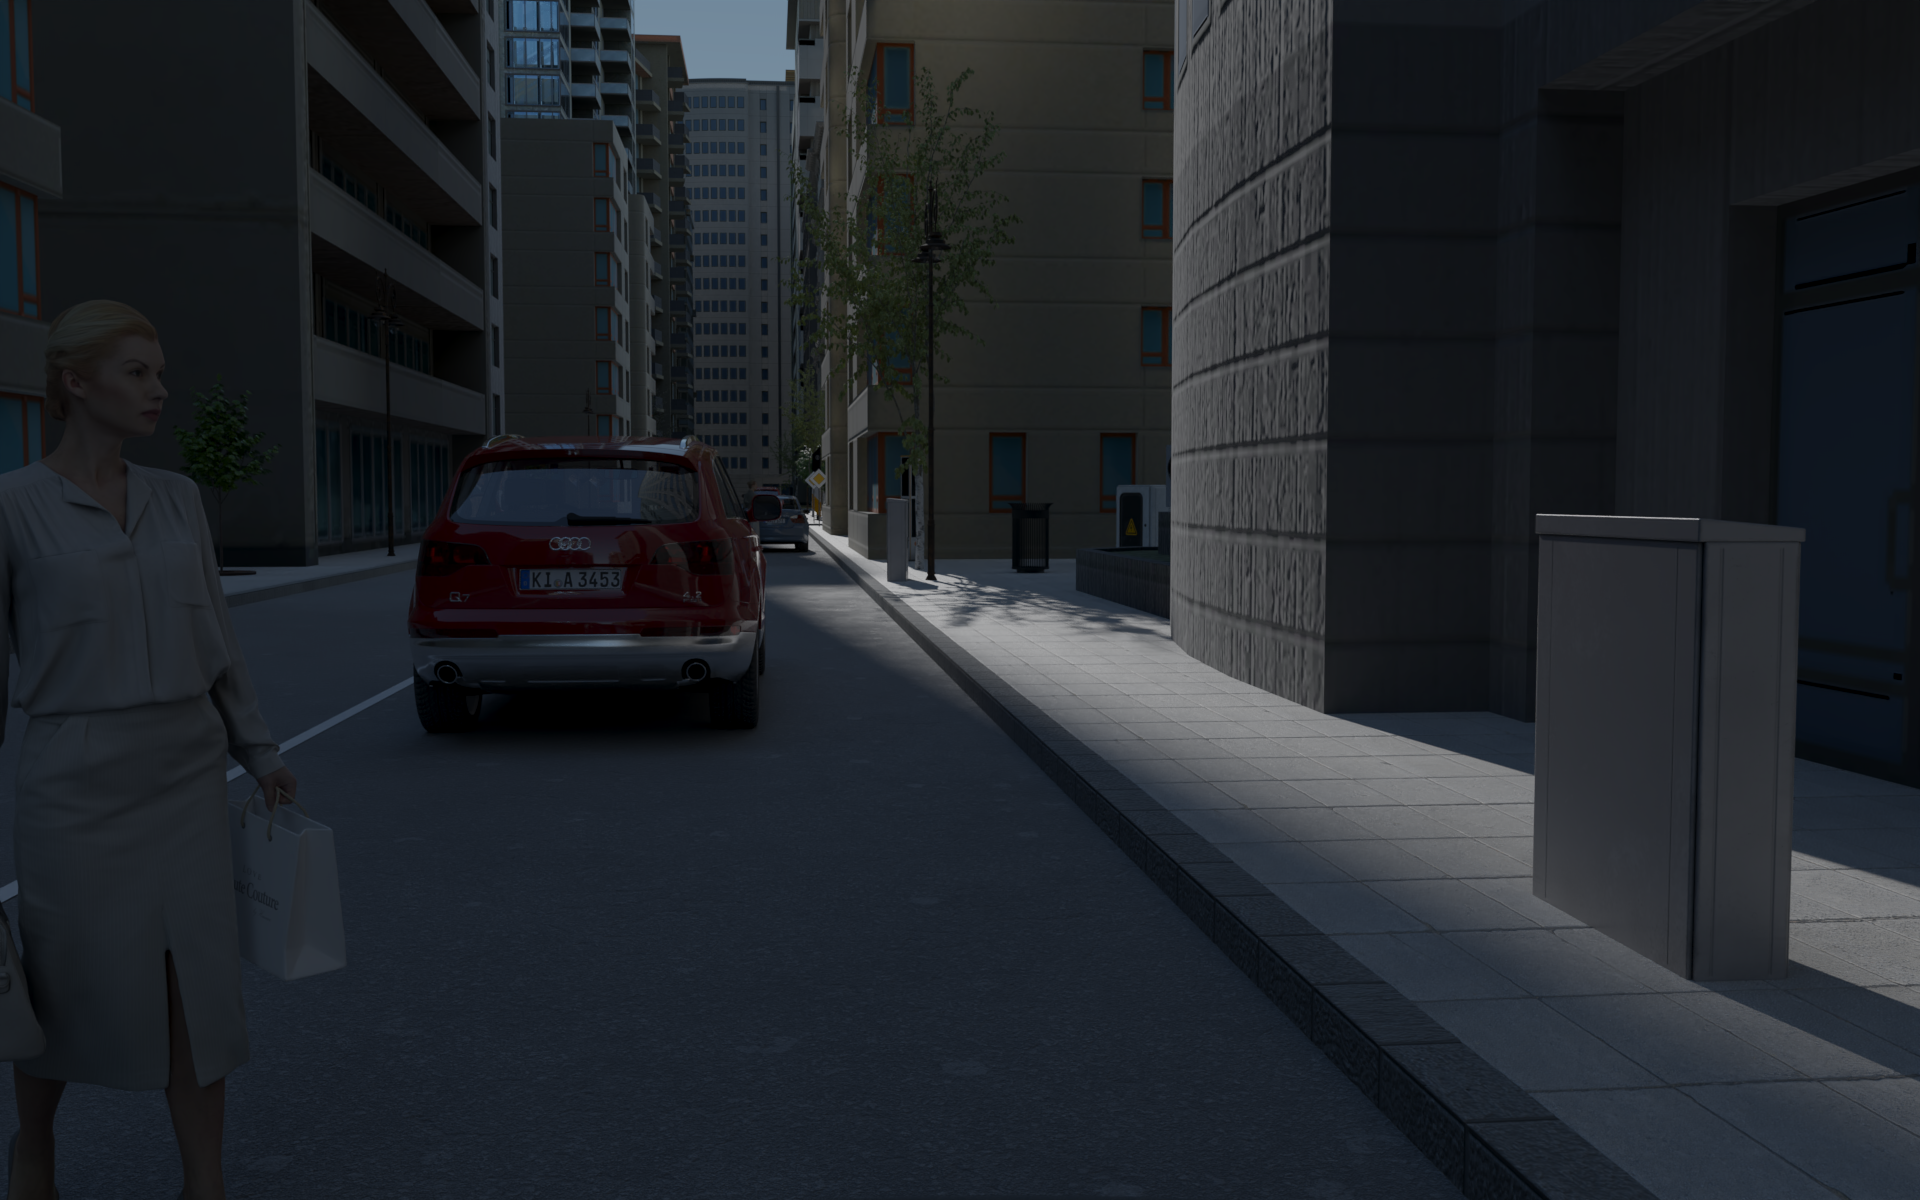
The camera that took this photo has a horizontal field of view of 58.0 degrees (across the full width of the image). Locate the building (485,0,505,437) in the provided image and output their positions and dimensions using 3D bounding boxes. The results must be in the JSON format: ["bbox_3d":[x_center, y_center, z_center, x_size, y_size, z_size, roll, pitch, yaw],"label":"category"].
[{"bbox_3d":[-23.605,-17.635,60.028,14.107,30.474,14.160,0,4,-6],"label":"building"}]

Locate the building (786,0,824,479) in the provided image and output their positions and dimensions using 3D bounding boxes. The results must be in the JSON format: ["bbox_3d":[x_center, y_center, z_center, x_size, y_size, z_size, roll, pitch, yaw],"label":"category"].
[{"bbox_3d":[-3.209,-36.023,178.217,28.713,52.752,27.495,0,4,-6],"label":"building"}]

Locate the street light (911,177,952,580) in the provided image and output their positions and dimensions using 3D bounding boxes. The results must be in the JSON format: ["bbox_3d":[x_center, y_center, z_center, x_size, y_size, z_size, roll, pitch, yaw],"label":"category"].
[{"bbox_3d":[-0.429,-3.234,25.664,0.468,5.910,1.993,0,4,-6],"label":"street light"}]

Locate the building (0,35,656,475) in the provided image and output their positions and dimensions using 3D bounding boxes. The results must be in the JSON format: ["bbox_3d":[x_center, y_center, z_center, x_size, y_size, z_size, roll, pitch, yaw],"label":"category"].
[{"bbox_3d":[-31.350,-15.178,93.207,27.650,21.520,28.899,0,4,-6],"label":"building"}]

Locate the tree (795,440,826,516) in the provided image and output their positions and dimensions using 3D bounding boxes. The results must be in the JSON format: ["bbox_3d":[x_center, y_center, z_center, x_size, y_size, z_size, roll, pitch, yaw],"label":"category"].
[{"bbox_3d":[-7.961,-7.178,101.067,4.285,4.588,4.351,0,3,0],"label":"tree"}]

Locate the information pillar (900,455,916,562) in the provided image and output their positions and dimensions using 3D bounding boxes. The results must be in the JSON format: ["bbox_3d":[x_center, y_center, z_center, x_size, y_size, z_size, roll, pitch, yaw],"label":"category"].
[{"bbox_3d":[-0.924,-1.745,33.028,0.304,2.012,0.304,-3,5,-39],"label":"information pillar"}]

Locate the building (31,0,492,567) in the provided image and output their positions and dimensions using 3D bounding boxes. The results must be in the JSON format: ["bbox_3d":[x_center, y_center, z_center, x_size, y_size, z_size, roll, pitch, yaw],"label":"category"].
[{"bbox_3d":[-23.255,-25.355,38.264,21.300,48.544,21.600,0,4,-6],"label":"building"}]

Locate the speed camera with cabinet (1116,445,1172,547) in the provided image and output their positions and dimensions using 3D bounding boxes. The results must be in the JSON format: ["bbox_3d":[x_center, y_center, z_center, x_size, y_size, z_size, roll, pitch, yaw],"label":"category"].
[{"bbox_3d":[3.653,-2.247,31.071,0.660,3.252,2.038,-2,4,-34],"label":"speed camera with cabinet"}]

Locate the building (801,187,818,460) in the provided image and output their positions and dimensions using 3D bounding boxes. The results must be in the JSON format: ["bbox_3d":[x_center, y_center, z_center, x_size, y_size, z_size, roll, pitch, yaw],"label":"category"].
[{"bbox_3d":[-5.404,-21.194,140.036,14.314,27.812,24.014,0,4,-6],"label":"building"}]

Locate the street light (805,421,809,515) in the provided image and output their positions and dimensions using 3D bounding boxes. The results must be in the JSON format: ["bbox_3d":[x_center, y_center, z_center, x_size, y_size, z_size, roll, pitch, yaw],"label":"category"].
[{"bbox_3d":[-9.489,-8.247,107.623,0.468,5.910,1.993,0,4,-6],"label":"street light"}]

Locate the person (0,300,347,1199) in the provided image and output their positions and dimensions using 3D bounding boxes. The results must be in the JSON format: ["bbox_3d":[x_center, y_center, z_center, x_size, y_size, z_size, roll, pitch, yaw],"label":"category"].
[{"bbox_3d":[-1.562,0.343,3.240,0.694,1.780,0.624,-3,4,-38],"label":"person"}]

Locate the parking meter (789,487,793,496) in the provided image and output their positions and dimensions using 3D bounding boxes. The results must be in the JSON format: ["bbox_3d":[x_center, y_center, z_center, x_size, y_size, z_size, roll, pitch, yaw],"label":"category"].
[{"bbox_3d":[-14.251,-8.595,146.235,0.255,1.863,0.399,-1,4,-12],"label":"parking meter"}]

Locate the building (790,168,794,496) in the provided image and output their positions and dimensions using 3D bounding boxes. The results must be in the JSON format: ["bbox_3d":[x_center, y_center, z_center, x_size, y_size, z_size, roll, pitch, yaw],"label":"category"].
[{"bbox_3d":[-14.442,-32.813,220.090,14.154,41.232,14.086,0,4,-6],"label":"building"}]

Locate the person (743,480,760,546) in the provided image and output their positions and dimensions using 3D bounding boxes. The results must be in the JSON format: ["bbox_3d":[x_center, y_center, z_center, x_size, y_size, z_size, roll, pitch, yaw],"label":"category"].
[{"bbox_3d":[-4.842,-1.934,40.668,0.362,1.759,0.519,-3,5,-41],"label":"person"}]

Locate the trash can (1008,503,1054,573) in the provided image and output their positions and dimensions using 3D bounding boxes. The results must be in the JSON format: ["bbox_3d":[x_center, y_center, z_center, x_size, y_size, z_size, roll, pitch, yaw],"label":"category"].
[{"bbox_3d":[1.148,-1.013,28.213,0.748,1.137,0.748,0,3,0],"label":"trash can"}]

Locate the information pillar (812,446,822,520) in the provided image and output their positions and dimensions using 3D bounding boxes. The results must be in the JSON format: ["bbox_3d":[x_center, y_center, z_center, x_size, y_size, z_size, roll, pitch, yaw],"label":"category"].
[{"bbox_3d":[-7.006,-5.712,84.746,0.504,3.616,0.183,2,4,29],"label":"information pillar"}]

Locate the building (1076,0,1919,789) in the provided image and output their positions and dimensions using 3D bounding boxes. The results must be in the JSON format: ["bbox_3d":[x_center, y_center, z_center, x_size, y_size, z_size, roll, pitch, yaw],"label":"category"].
[{"bbox_3d":[12.328,-28.713,11.449,21.231,58.520,28.212,0,4,-6],"label":"building"}]

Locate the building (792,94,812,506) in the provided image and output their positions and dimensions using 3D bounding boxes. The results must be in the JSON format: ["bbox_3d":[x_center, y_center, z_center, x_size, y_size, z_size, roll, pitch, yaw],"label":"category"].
[{"bbox_3d":[-8.718,-35.404,202.552,21.300,48.544,21.600,0,4,-6],"label":"building"}]

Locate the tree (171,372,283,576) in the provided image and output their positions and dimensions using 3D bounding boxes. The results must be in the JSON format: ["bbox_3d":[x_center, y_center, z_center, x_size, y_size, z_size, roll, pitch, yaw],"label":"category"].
[{"bbox_3d":[-11.622,-2.012,27.506,1.663,3.219,1.824,0,3,0],"label":"tree"}]

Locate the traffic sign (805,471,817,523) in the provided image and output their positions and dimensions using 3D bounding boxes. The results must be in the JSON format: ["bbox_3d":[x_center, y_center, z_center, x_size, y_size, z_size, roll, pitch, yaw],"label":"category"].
[{"bbox_3d":[-6.453,-4.453,76.445,0.795,2.450,0.064,0,4,-6],"label":"traffic sign"}]

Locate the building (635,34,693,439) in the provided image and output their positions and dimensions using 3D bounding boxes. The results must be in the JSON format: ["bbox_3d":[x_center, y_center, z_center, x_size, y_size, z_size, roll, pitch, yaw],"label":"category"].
[{"bbox_3d":[-36.686,-31.071,162.633,22.147,44.769,28.867,0,4,-6],"label":"building"}]

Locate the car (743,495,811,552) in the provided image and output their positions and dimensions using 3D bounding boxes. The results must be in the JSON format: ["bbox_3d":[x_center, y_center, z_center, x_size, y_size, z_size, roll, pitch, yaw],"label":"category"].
[{"bbox_3d":[-4.777,-1.957,44.004,2.014,1.417,4.499,0,4,-8],"label":"car"}]

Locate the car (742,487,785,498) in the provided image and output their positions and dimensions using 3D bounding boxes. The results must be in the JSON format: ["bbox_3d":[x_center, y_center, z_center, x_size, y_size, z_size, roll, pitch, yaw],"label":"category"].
[{"bbox_3d":[-10.258,-5.007,90.538,2.281,1.827,5.304,0,4,-8],"label":"car"}]

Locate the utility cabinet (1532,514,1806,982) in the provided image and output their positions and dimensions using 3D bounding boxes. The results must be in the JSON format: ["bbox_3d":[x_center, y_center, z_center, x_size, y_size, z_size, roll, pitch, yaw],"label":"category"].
[{"bbox_3d":[2.022,0.375,5.037,0.306,1.237,1.020,0,4,-5],"label":"utility cabinet"}]

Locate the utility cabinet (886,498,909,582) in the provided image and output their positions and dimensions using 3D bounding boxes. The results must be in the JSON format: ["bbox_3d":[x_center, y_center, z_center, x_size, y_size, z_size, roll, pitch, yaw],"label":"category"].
[{"bbox_3d":[-0.921,-0.897,25.834,0.306,1.237,1.020,0,4,0],"label":"utility cabinet"}]

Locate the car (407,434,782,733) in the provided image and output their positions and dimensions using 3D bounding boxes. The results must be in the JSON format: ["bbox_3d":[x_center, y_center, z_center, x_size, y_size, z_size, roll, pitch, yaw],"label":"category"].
[{"bbox_3d":[-2.383,-0.204,12.016,2.281,1.827,5.304,0,4,-6],"label":"car"}]

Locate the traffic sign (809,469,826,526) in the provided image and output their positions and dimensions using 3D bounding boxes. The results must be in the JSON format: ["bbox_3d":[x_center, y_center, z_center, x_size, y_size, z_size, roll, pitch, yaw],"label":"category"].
[{"bbox_3d":[-5.574,-3.967,68.508,0.795,2.450,0.064,0,4,-6],"label":"traffic sign"}]

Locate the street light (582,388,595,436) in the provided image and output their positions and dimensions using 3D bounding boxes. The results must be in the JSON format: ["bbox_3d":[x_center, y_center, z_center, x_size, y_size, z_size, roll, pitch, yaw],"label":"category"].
[{"bbox_3d":[-16.182,-6.286,75.564,0.468,5.910,1.993,0,4,-6],"label":"street light"}]

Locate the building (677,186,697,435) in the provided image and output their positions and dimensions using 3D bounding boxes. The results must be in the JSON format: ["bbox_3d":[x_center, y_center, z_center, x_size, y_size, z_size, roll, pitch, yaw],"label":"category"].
[{"bbox_3d":[-44.003,-31.583,208.271,23.993,40.220,32.217,0,4,-6],"label":"building"}]

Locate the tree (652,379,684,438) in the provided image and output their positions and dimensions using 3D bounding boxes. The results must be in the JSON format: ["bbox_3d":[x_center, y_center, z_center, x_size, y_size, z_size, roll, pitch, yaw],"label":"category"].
[{"bbox_3d":[-20.325,-9.873,111.780,4.360,8.622,3.978,0,3,0],"label":"tree"}]

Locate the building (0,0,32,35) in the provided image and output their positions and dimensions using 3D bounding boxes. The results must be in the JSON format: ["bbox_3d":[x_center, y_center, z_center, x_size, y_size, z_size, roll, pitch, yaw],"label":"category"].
[{"bbox_3d":[-23.487,-9.825,5.674,27.650,21.520,28.899,0,4,-6],"label":"building"}]

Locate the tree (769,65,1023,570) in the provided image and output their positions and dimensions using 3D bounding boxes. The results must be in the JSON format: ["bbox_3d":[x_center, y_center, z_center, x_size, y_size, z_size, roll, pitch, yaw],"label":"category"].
[{"bbox_3d":[-0.908,-4.817,29.112,4.737,8.622,4.395,0,3,0],"label":"tree"}]

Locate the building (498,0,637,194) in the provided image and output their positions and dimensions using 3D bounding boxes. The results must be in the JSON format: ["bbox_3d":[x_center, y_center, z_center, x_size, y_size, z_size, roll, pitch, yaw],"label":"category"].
[{"bbox_3d":[-34.521,-49.927,128.983,22.319,86.520,31.000,0,4,-6],"label":"building"}]

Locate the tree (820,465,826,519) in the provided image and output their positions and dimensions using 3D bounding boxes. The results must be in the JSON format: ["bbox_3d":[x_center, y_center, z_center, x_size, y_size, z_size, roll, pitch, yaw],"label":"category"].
[{"bbox_3d":[-6.724,-5.833,89.967,1.663,3.219,1.824,0,3,0],"label":"tree"}]

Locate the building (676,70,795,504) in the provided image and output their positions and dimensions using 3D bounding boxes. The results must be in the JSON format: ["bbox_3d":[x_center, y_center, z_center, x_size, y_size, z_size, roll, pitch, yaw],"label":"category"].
[{"bbox_3d":[-31.468,-42.875,243.007,28.212,58.520,21.231,0,4,-6],"label":"building"}]

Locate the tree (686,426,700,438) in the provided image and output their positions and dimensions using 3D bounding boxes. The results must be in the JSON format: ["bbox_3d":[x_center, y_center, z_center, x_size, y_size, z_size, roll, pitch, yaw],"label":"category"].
[{"bbox_3d":[-29.398,-14.338,184.791,4.360,8.622,3.978,0,3,0],"label":"tree"}]

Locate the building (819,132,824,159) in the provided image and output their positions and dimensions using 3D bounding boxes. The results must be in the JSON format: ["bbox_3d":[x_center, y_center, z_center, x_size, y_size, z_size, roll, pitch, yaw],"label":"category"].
[{"bbox_3d":[4.094,-15.081,82.728,21.152,22.565,11.583,0,4,-6],"label":"building"}]

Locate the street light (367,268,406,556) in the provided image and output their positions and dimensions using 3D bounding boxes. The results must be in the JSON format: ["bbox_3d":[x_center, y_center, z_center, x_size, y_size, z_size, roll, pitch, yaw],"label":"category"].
[{"bbox_3d":[-11.753,-3.843,35.614,0.468,5.910,1.993,0,4,-6],"label":"street light"}]

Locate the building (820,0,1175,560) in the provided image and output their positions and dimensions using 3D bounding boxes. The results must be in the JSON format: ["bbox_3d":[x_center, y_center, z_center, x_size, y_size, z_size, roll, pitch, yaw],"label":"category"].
[{"bbox_3d":[10.354,-12.479,49.070,27.650,21.520,28.899,0,4,-6],"label":"building"}]

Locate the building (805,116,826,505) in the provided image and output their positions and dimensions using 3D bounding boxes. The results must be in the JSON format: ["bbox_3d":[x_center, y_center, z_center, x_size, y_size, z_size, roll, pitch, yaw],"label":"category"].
[{"bbox_3d":[-3.052,-20.122,116.388,14.401,28.519,23.554,0,4,-6],"label":"building"}]

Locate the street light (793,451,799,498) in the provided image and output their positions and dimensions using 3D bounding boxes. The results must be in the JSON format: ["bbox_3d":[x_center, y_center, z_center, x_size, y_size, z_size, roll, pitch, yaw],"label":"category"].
[{"bbox_3d":[-14.230,-10.864,150.411,0.468,5.910,1.993,0,4,-6],"label":"street light"}]
